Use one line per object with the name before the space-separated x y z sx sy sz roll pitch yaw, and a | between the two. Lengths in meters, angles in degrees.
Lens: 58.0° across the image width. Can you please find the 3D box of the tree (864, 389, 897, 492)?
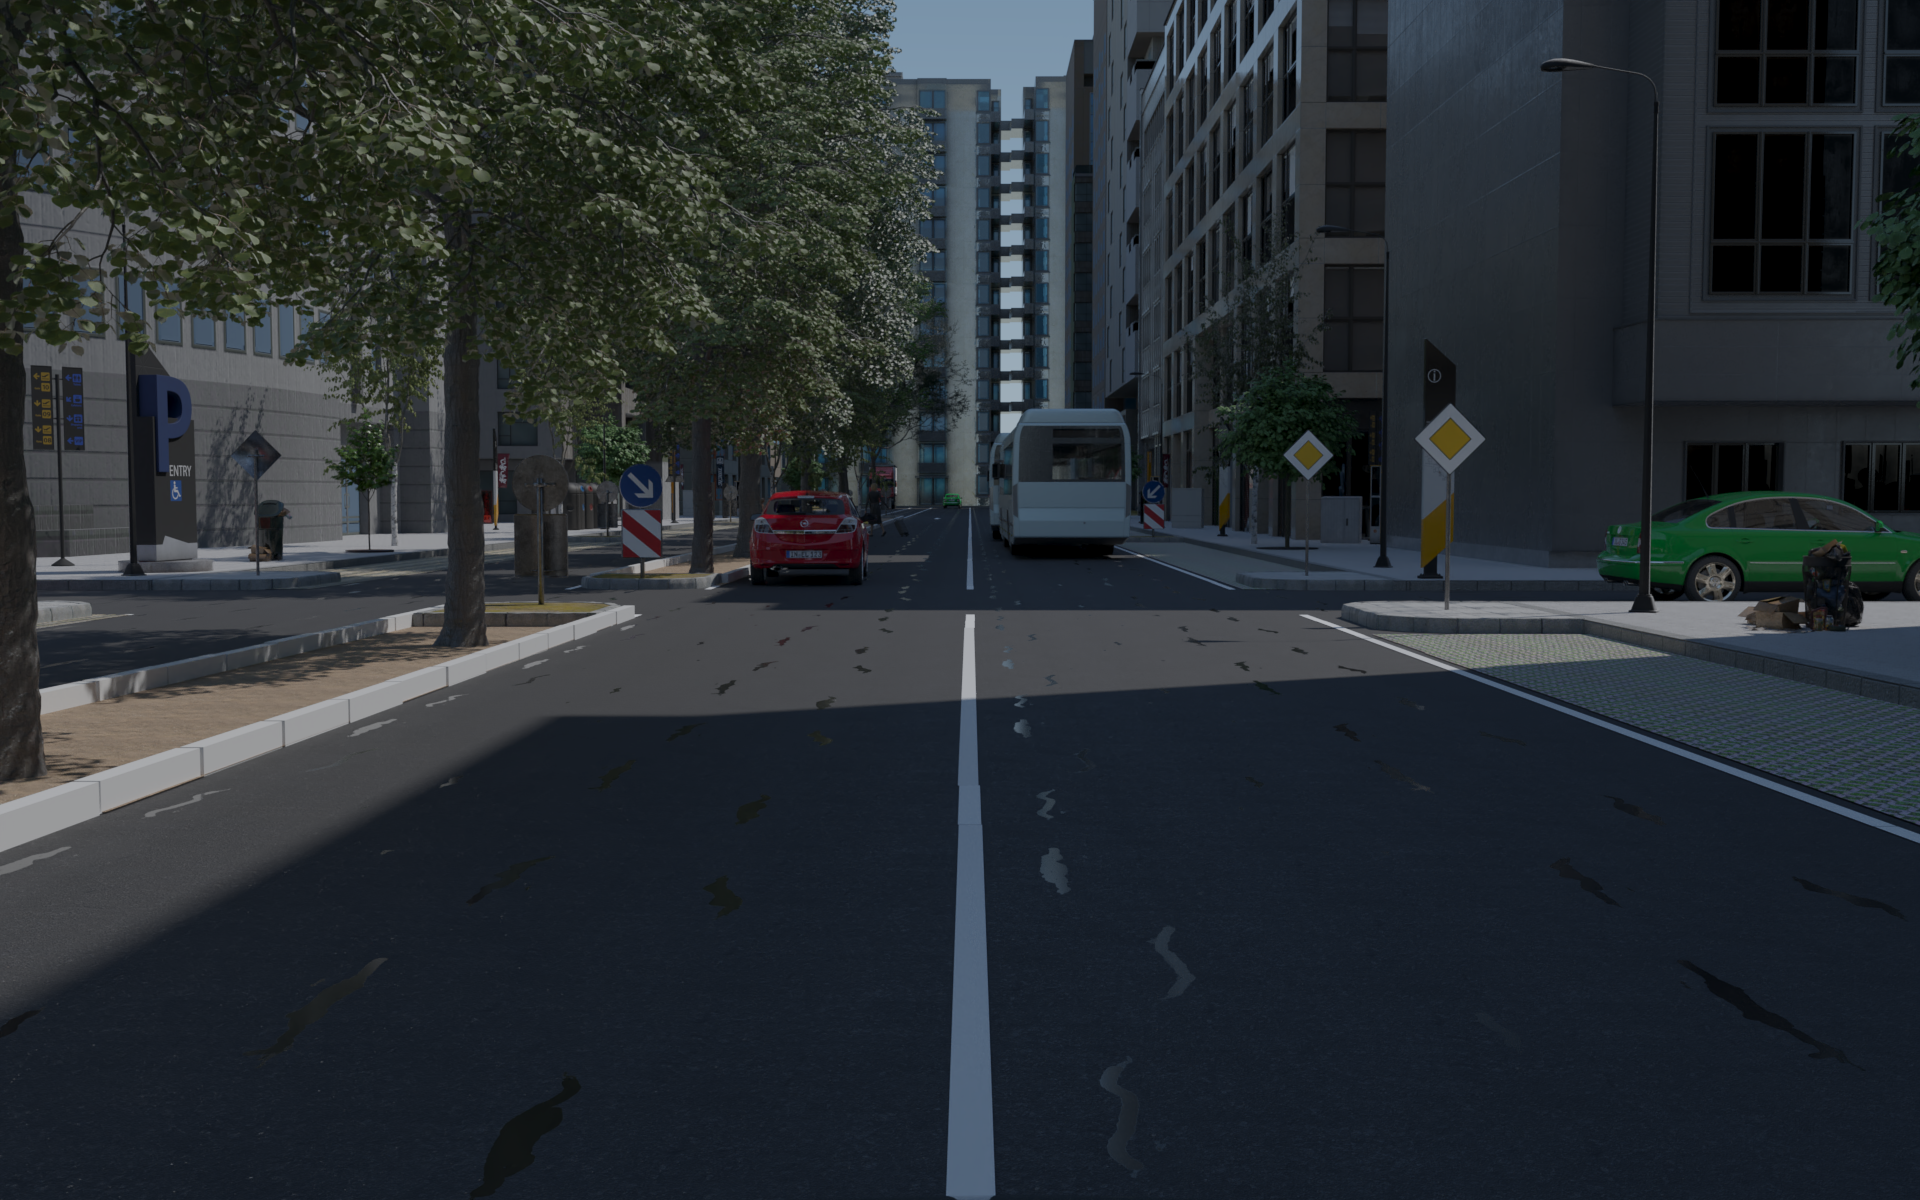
tree | -4.488 -7.635 77.651 4.737 8.622 4.395 0 3 0

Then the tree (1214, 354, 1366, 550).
tree | 7.695 -3.459 40.275 4.285 4.588 4.351 0 3 0

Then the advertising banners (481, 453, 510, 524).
advertising banners | -20.297 -4.768 74.143 2.074 3.025 0.090 0 4 -1

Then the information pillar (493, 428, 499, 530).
information pillar | -16.590 -4.312 61.852 0.183 3.616 0.504 0 4 -7

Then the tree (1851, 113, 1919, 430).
tree | 7.716 -1.702 11.540 4.285 4.588 4.351 0 3 0

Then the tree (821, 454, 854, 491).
tree | -12.480 -14.057 180.195 4.360 8.622 3.978 0 3 0

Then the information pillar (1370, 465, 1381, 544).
information pillar | 10.672 -2.429 44.205 0.304 2.012 0.304 3 5 40

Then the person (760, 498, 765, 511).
person | -8.657 -3.854 76.182 0.373 1.253 0.362 0 4 -8

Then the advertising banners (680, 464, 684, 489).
advertising banners | -15.833 -6.370 100.336 0.090 3.025 2.074 -2 4 -28

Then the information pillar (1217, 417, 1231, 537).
information pillar | 7.987 -3.726 52.280 0.183 3.616 0.504 -1 4 -23

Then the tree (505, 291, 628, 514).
tree | -13.450 -6.617 58.555 4.737 8.622 4.395 0 3 0

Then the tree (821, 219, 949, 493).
tree | -4.154 -8.151 61.480 9.928 11.665 9.643 0 3 0

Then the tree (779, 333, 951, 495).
tree | -4.524 -8.165 70.362 8.767 10.594 7.601 0 4 0

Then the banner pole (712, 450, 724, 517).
banner pole | -13.867 -6.667 99.021 0.863 3.779 0.401 0 4 -8

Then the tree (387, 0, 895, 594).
tree | -4.460 -6.650 29.307 7.486 12.596 7.792 0 3 0

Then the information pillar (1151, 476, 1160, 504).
information pillar | 8.060 -4.104 71.588 0.304 2.012 0.304 -1 4 -9

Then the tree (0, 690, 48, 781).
tree | -4.956 -5.395 8.791 7.486 12.596 7.792 0 3 0

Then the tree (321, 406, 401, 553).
tree | -13.158 -2.660 38.098 1.663 3.219 1.824 0 3 0

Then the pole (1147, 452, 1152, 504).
pole | 9.096 -5.468 83.251 0.158 3.312 0.155 0 3 0

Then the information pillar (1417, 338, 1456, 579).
information pillar | 7.216 -2.130 26.173 0.504 3.616 0.183 0 4 -4

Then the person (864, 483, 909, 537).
person | -2.531 -3.040 58.419 1.509 1.804 0.699 2 4 25

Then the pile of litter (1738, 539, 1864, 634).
pile of litter | 8.075 -0.167 16.696 1.719 0.858 1.176 -3 4 -36

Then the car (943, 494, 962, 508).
car | -0.739 -10.082 173.638 1.959 1.807 4.718 0 4 2

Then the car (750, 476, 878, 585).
car | -2.454 -1.208 28.790 2.155 1.783 4.494 0 4 -2

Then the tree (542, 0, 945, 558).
tree | -4.782 -7.931 38.790 9.857 13.997 8.962 0 3 0

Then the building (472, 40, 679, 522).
building | -21.815 -19.053 83.217 14.160 30.474 14.107 0 4 0

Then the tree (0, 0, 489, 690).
tree | -4.771 -5.858 16.362 7.486 12.596 7.792 0 3 0

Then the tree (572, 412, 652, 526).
tree | -14.006 -5.246 69.482 4.285 4.588 4.351 0 3 0

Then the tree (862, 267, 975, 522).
tree | -4.306 -10.639 86.774 12.009 13.543 11.850 0 3 0

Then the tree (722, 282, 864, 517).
tree | -4.996 -5.728 46.471 4.737 8.622 4.395 0 3 0

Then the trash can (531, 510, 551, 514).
trash can | -13.266 -2.642 54.855 0.748 1.137 0.748 0 3 0

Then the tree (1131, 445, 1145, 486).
tree | 8.033 -6.581 91.314 4.285 4.588 4.351 0 3 0

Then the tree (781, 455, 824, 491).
tree | -13.297 -10.140 149.501 4.285 4.588 4.351 0 3 0

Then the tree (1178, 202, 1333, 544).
tree | 7.578 -5.758 44.498 4.360 8.622 3.978 0 3 0

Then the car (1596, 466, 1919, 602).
car | 10.784 -0.834 22.436 4.718 1.807 1.959 0 4 1

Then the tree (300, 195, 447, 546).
tree | -14.117 -5.657 42.862 4.737 8.622 4.395 0 3 0

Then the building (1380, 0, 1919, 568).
building | 25.137 -13.176 34.491 30.058 24.678 14.314 0 4 0

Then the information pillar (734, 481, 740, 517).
information pillar | -12.571 -5.718 97.977 0.304 2.012 0.304 -2 4 -25

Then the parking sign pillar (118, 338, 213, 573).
parking sign pillar | -13.215 -2.461 28.717 1.447 3.967 1.447 0 4 5

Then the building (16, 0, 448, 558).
building | -27.713 -30.738 44.563 21.231 58.520 28.212 0 4 0

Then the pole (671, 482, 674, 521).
pole | -13.807 -5.475 83.357 0.158 3.312 0.155 0 3 0

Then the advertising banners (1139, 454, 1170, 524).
advertising banners | 8.381 -4.788 74.474 2.074 3.025 0.090 -3 5 -44

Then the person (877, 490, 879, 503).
person | -6.601 -7.796 136.700 1.217 1.736 0.721 2 4 34
